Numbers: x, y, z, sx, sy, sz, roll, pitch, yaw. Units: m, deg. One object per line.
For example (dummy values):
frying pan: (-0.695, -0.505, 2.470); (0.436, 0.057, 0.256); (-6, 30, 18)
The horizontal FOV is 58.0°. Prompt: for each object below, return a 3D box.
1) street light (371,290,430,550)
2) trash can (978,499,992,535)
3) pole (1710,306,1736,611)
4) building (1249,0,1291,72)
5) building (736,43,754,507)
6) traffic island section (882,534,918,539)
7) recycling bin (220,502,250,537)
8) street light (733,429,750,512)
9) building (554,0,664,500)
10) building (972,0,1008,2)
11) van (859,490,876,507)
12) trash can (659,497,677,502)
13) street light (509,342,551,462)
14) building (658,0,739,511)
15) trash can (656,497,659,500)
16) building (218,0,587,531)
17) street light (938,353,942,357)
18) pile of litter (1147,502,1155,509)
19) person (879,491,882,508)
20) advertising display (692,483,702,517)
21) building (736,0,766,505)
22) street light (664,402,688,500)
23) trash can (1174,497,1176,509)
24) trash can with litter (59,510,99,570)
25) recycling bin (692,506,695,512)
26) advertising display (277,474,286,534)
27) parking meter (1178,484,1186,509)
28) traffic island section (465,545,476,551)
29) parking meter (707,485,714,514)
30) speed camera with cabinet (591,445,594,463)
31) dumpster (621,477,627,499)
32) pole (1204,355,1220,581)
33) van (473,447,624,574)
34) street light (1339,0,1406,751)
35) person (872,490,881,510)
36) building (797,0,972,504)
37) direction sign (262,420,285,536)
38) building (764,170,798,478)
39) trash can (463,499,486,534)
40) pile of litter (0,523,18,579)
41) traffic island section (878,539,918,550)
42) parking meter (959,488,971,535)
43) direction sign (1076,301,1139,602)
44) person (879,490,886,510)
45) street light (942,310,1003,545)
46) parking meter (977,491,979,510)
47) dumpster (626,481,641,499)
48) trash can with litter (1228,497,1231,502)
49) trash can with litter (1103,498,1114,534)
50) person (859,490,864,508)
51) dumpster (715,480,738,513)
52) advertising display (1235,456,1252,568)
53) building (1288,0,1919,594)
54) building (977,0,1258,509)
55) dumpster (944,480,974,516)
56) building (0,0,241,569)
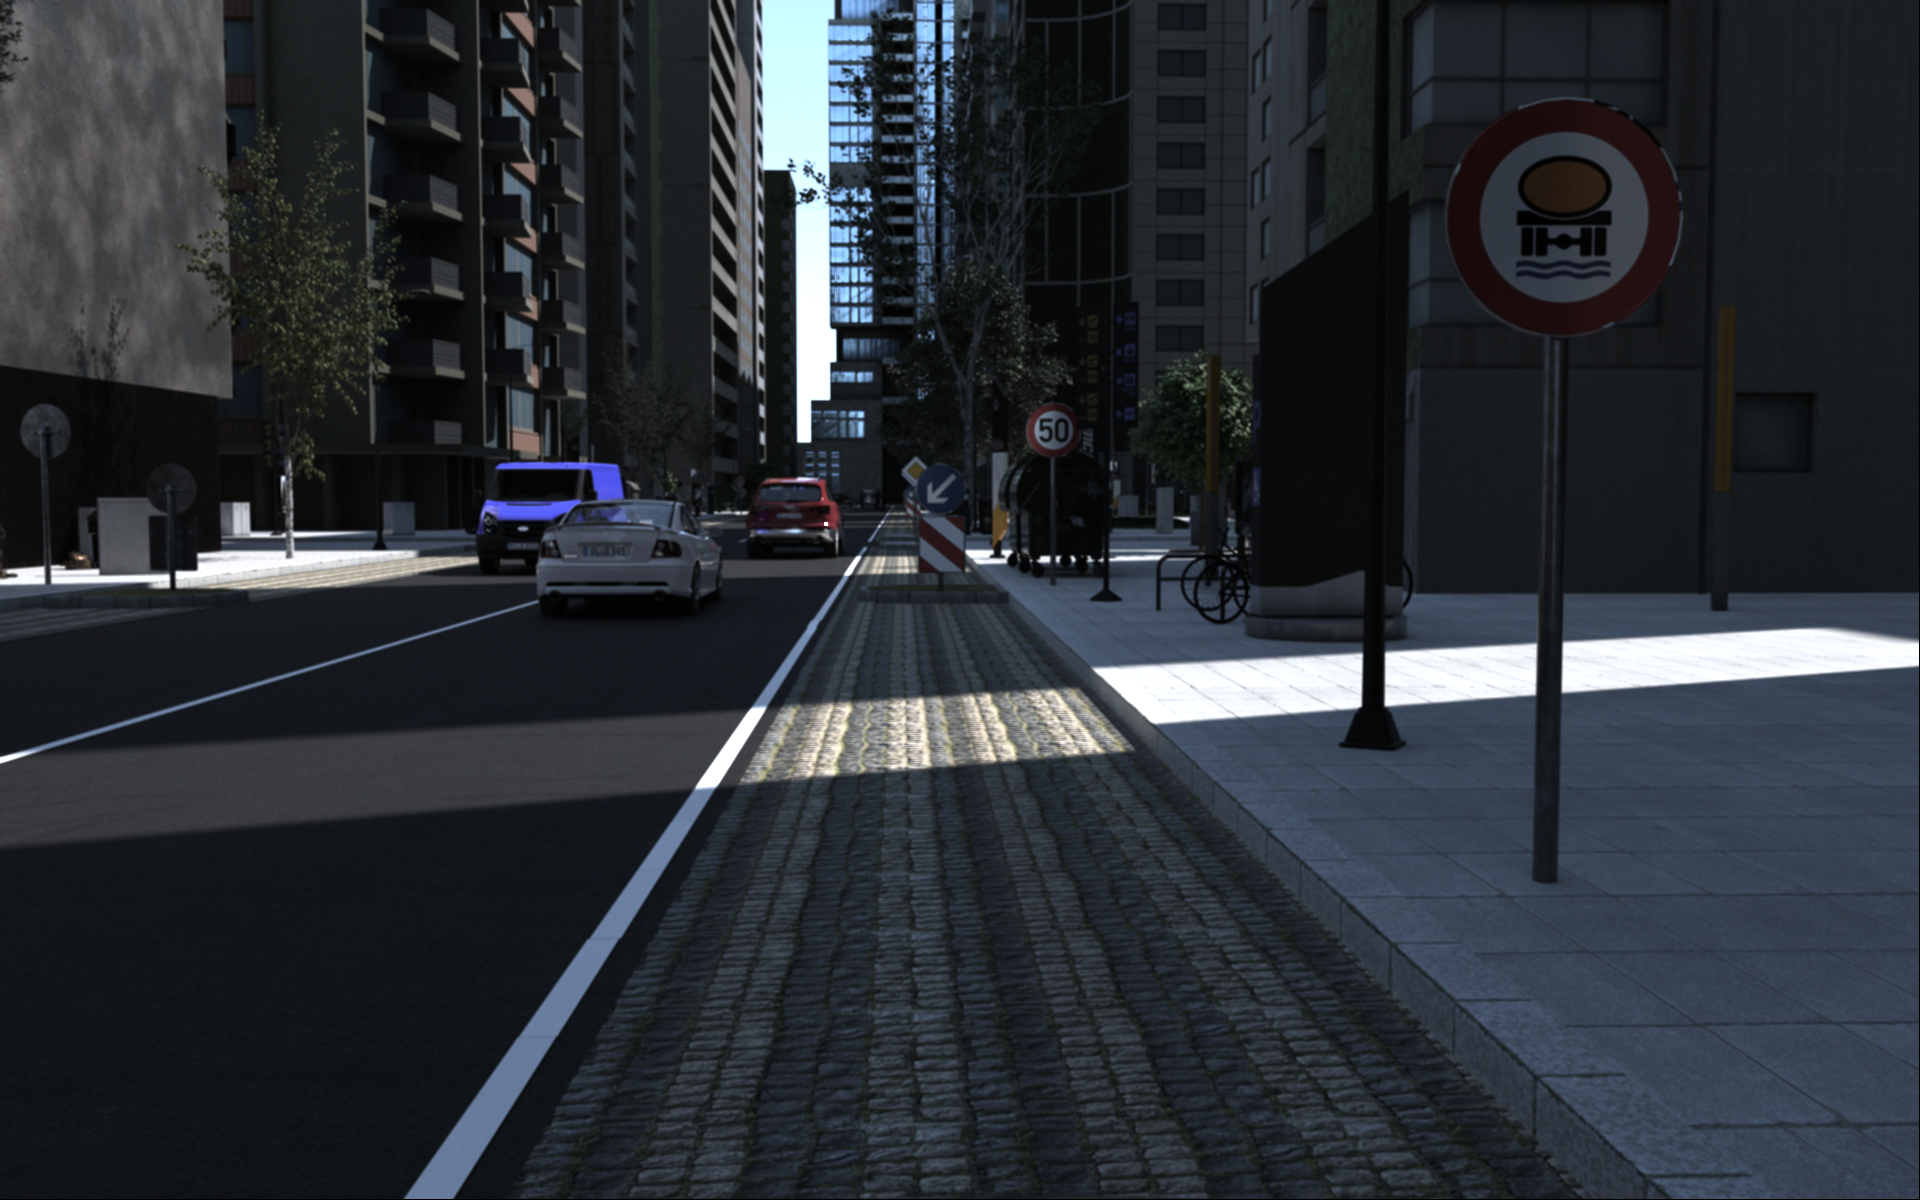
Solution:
street light: (-12.749, -4.096, 39.516); (1.470, 5.913, 1.316); (0, 4, -2)
trash can: (0.901, -2.647, 54.932); (0.748, 1.137, 0.748); (0, 3, 0)
pole: (8.355, -1.537, 18.967); (0.158, 3.312, 0.155); (0, 3, 0)
building: (27.207, -29.387, 69.721); (27.495, 52.752, 28.713); (0, 4, -2)
building: (-28.029, -31.849, 170.845); (14.600, 45.320, 14.200); (0, 4, -2)
traffic island section: (-1.396, -1.901, 53.356); (2.009, 0.180, 2.903); (0, 4, -2)
recycling bin: (-22.089, -2.449, 52.600); (0.722, 1.027, 0.722); (2, 4, 24)
street light: (-15.604, -9.221, 123.309); (1.470, 5.913, 1.316); (0, 4, -2)
building: (-25.640, -25.626, 102.583); (14.154, 41.232, 14.086); (0, 4, -2)
building: (11.846, -32.774, 155.463); (23.786, 49.044, 30.456); (0, 4, -2)
van: (-9.818, -10.967, 186.319); (2.013, 2.044, 4.112); (0, 4, -2)
trash can: (-15.166, -4.838, 90.752); (0.748, 1.137, 0.748); (0, 3, 0)
street light: (-13.192, -4.922, 53.009); (1.470, 5.913, 1.316); (0, 4, -2)
building: (-29.366, -31.432, 137.613); (21.300, 48.544, 21.600); (0, 4, -2)
trash can: (-17.478, -5.486, 101.349); (0.748, 1.137, 0.748); (0, 3, 0)
building: (-28.280, -25.545, 72.282); (22.147, 44.769, 28.867); (0, 4, -2)
street light: (-0.033, -5.176, 57.171); (1.470, 5.913, 1.316); (0, 4, -2)
pile of litter: (11.073, -5.287, 100.400); (1.719, 0.858, 1.176); (1, 4, 18)
person: (-8.100, -10.102, 174.340); (0.551, 1.740, 0.621); (-1, 4, -21)
advertising display: (-14.846, -5.660, 97.756); (0.123, 1.923, 0.974); (1, 4, 17)
building: (-35.785, -39.578, 189.094); (28.212, 58.520, 21.231); (0, 4, -2)
street light: (-14.453, -7.055, 87.886); (1.470, 5.913, 1.316); (0, 4, -2)
trash can: (12.408, -5.528, 102.034); (0.748, 1.137, 0.748); (0, 3, 0)
trash can with litter: (-14.802, -1.118, 29.668); (0.624, 1.170, 1.055); (2, 4, 32)
recycling bin: (-18.422, -6.693, 121.984); (0.722, 1.027, 0.722); (-1, 4, -22)
advertising display: (-22.175, -3.149, 56.701); (0.123, 1.923, 0.974); (-1, 4, -10)
parking meter: (12.665, -5.697, 98.862); (0.399, 1.863, 0.255); (1, 4, 19)
traffic island section: (-11.510, -1.391, 45.029); (2.009, 0.180, 2.903); (0, 4, -2)
parking meter: (-15.921, -6.414, 110.581); (0.255, 1.863, 0.399); (3, 5, 39)
speed camera with cabinet: (-14.414, -4.564, 68.955); (0.660, 3.252, 2.038); (-1, 4, -14)
dumpster: (-11.723, -3.089, 55.457); (1.985, 2.255, 1.502); (0, 4, -1)
pole: (3.731, -1.942, 25.593); (0.158, 3.312, 0.155); (0, 3, 0)
van: (-7.699, -1.744, 32.892); (2.240, 2.365, 5.245); (0, 4, -1)
street light: (1.563, -2.208, 8.640); (1.470, 5.913, 1.316); (0, 4, -2)
person: (-7.298, -8.915, 154.390); (1.348, 1.807, 0.705); (-2, 4, -29)
building: (-5.045, -55.733, 223.913); (31.000, 86.520, 22.319); (0, 4, -2)
direction sign: (-21.118, -3.755, 53.387); (0.876, 3.537, 0.379); (1, 4, 23)
building: (-28.031, -32.855, 220.780); (14.086, 41.232, 14.154); (0, 4, -2)
trash can: (-15.468, -2.665, 55.231); (0.748, 1.137, 0.748); (0, 3, 0)
pile of litter: (-15.145, -0.771, 26.576); (1.176, 0.858, 1.719); (-2, 4, -29)
traffic island section: (-1.124, -1.413, 45.376); (2.009, 0.180, 2.903); (0, 4, -2)
parking meter: (0.144, -2.788, 53.998); (0.372, 1.533, 0.369); (0, 3, 0)
direction sign: (1.757, -1.757, 20.731); (0.876, 3.537, 0.379); (3, 5, 40)
person: (-6.725, -8.740, 151.357); (0.705, 1.831, 1.348); (2, 4, 24)
street light: (0.365, -4.359, 43.819); (1.470, 5.913, 1.316); (0, 4, -2)
parking meter: (0.931, -5.692, 101.475); (0.372, 1.533, 0.369); (0, 3, 0)
dumpster: (-14.565, -4.229, 74.906); (1.264, 1.857, 1.865); (0, 4, -2)
trash can with litter: (14.914, -5.088, 94.572); (1.055, 1.170, 0.624); (0, 4, 0)
trash can with litter: (4.334, -2.670, 55.036); (1.055, 1.170, 0.624); (-1, 4, -12)
person: (-10.209, -10.476, 179.877); (0.705, 1.812, 1.348); (1, 4, 10)
dumpster: (-16.176, -7.181, 119.904); (1.502, 2.255, 1.985); (0, 4, -2)
advertising display: (4.937, -1.521, 30.088); (0.123, 1.923, 0.974); (1, 4, 21)
building: (12.646, -21.068, 28.051); (14.154, 41.232, 14.086); (0, 4, -2)
building: (11.739, -41.245, 112.611); (20.563, 71.187, 20.611); (0, 4, -2)
dumpster: (-0.158, -4.617, 77.976); (1.502, 2.255, 1.985); (0, 4, -2)
building: (-24.705, -10.111, 32.771); (16.811, 18.784, 16.820); (0, 4, -2)
